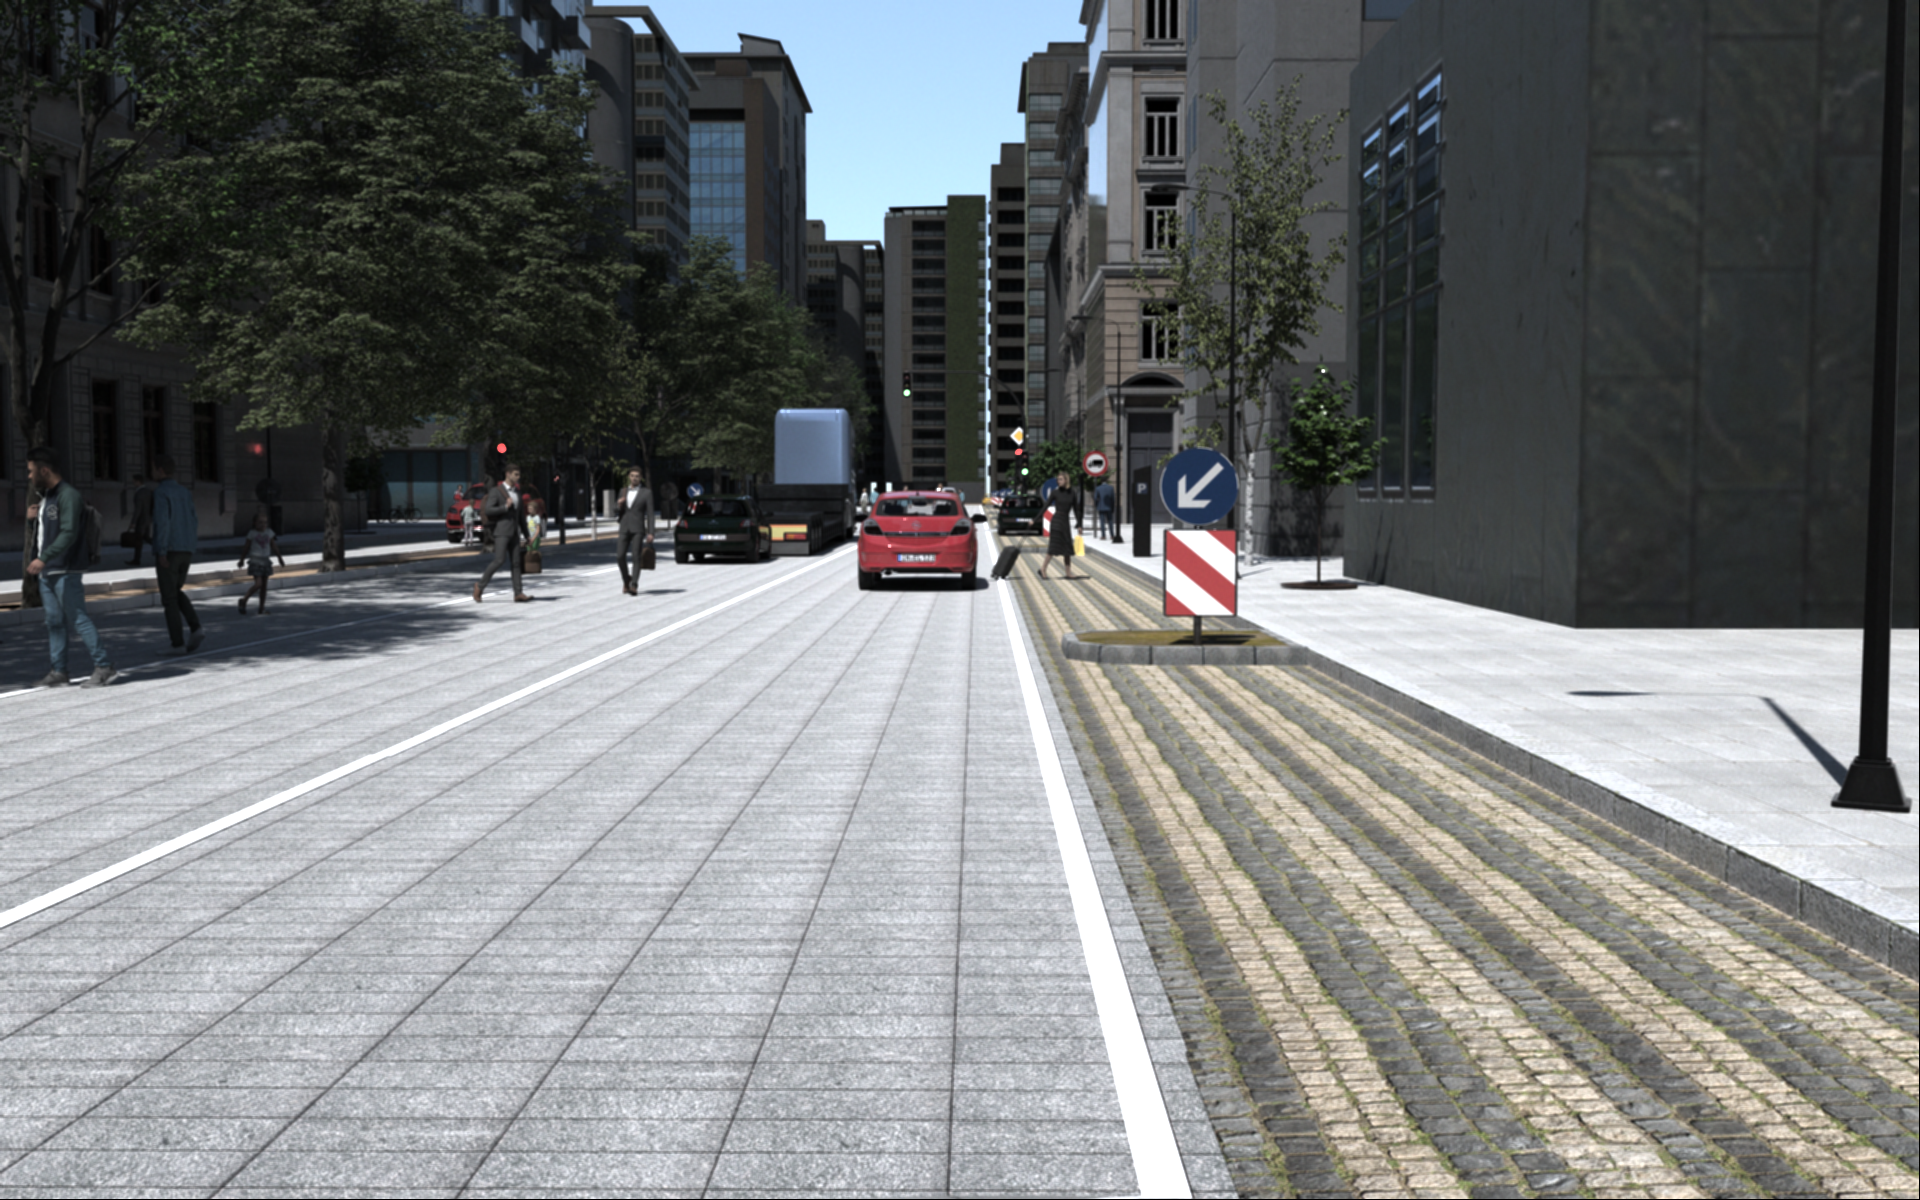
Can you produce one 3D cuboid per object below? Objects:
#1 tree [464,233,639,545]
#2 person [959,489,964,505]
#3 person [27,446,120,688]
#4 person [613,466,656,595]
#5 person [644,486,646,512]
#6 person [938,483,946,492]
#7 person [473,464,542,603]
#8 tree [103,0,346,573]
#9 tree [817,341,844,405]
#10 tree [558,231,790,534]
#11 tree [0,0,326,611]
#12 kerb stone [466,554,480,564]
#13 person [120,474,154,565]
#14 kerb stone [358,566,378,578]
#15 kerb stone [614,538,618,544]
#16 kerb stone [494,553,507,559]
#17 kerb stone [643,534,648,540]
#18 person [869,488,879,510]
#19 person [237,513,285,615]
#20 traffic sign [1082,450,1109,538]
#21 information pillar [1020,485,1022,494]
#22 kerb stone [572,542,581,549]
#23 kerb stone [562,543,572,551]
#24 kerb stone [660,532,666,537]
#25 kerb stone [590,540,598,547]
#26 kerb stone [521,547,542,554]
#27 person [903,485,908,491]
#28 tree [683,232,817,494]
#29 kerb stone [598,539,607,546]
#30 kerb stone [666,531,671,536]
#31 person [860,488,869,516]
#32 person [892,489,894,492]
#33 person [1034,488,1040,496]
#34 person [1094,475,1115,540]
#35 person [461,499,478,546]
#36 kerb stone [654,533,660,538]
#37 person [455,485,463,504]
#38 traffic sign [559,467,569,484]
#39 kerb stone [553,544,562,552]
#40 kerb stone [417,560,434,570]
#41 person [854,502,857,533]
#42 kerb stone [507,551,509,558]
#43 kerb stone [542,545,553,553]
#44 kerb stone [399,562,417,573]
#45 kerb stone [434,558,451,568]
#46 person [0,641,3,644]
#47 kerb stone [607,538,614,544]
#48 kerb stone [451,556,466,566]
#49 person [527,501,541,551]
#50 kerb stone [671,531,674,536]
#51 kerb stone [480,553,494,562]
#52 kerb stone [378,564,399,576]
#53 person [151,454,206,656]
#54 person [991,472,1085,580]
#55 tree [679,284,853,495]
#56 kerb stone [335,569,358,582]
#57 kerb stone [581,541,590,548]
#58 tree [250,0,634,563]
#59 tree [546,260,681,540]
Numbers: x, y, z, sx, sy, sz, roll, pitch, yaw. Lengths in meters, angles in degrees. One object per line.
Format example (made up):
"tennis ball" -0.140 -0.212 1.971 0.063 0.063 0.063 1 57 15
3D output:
"tree" -10.884 -5.781 47.342 4.360 8.622 3.978 0 3 0
"person" 0.209 -7.466 130.595 0.620 1.820 0.660 -2 4 -27
"person" -6.671 -0.245 12.846 0.623 1.781 0.721 2 4 34
"person" -4.636 -0.990 24.652 0.622 1.834 0.822 0 4 -1
"person" -22.055 -7.032 120.995 0.573 1.828 0.580 0 4 -4
"person" -0.668 -3.212 61.120 0.850 1.850 0.679 -2 4 -34
"person" -6.004 -0.884 22.917 0.822 1.834 0.622 1 4 20
"tree" -11.440 -6.777 31.393 7.486 12.596 7.792 0 3 0
"tree" -10.556 -10.533 92.804 7.486 12.596 7.792 0 3 0
"tree" -10.646 -7.519 59.802 8.767 10.594 7.601 0 4 1
"tree" -11.418 -5.685 21.170 9.928 11.665 9.643 0 3 0
"kerb stone" -10.213 -0.837 35.930 0.120 0.150 1.000 0 4 1
"person" -16.288 -1.598 34.600 0.822 1.834 0.622 -1 4 -10
"kerb stone" -10.277 -0.460 29.778 0.120 0.150 1.000 0 4 1
"kerb stone" -10.061 -1.714 50.272 0.120 0.150 1.000 0 4 1
"kerb stone" -10.182 -0.962 37.975 0.120 0.150 1.000 0 4 1
"kerb stone" -10.018 -2.030 55.388 0.120 0.150 1.000 0 4 1
"person" -5.187 -5.872 104.525 0.660 1.820 0.620 0 4 6
"person" -8.339 -0.438 20.668 0.382 1.210 0.505 3 4 38
"traffic sign" 3.953 -3.082 50.489 0.768 2.556 0.104 1 4 10
"information pillar" 4.839 -7.851 132.857 0.304 2.012 0.304 3 4 37
"kerb stone" -10.118 -1.404 45.153 0.120 0.150 1.000 0 4 1
"kerb stone" -10.125 -1.338 44.132 0.120 0.150 1.000 0 4 1
"kerb stone" -9.996 -2.149 57.440 0.120 0.150 1.000 0 4 1
"kerb stone" -10.097 -1.523 47.203 0.120 0.150 1.000 0 4 1
"kerb stone" -10.155 -1.154 41.059 0.120 0.150 1.000 0 4 1
"person" -2.428 -4.220 77.358 0.638 1.841 0.748 2 4 24
"tree" -10.594 -9.449 75.076 7.486 12.596 7.792 0 3 0
"kerb stone" -10.081 -1.592 48.228 0.120 0.150 1.000 0 4 1
"kerb stone" -9.988 -2.218 58.468 0.120 0.150 1.000 0 4 1
"person" -5.982 -6.148 109.249 0.641 1.798 0.478 -2 4 -33
"person" -4.859 -7.277 127.681 0.583 1.804 0.606 0 4 -1
"person" 6.135 -8.166 139.909 0.721 1.781 0.623 -1 4 -14
"person" 4.095 -2.591 48.596 0.721 1.800 0.419 -1 4 -13
"person" -13.374 -2.105 47.192 0.425 1.301 0.394 -2 4 -24
"kerb stone" -10.011 -2.091 56.410 0.120 0.150 1.000 0 4 1
"person" -23.243 -4.489 80.269 0.643 1.720 0.563 1 4 21
"traffic sign" -18.463 -4.892 80.088 0.768 2.556 0.104 1 4 9
"kerb stone" -10.143 -1.279 43.110 0.120 0.150 1.000 0 4 1
"kerb stone" -10.239 -0.652 32.862 0.120 0.150 1.000 0 4 1
"person" -4.022 -3.402 64.154 0.654 1.822 0.581 -3 4 -36
"kerb stone" -10.183 -1.028 39.006 0.120 0.150 1.000 0 4 1
"kerb stone" -10.145 -1.214 42.081 0.120 0.150 1.000 0 4 1
"kerb stone" -10.247 -0.583 31.834 0.120 0.150 1.000 0 4 1
"kerb stone" -10.230 -0.714 33.884 0.120 0.150 1.000 0 4 1
"person" -9.429 -0.456 16.310 0.624 1.780 0.694 -1 4 -10
"kerb stone" -10.085 -1.655 49.250 0.120 0.150 1.000 0 4 1
"kerb stone" -10.211 -0.776 34.908 0.120 0.150 1.000 0 4 1
"person" -7.664 -1.128 31.198 0.306 1.304 0.590 1 4 10
"kerb stone" -9.974 -2.281 59.494 0.120 0.150 1.000 0 4 1
"kerb stone" -10.201 -0.898 36.952 0.120 0.150 1.000 0 4 1
"kerb stone" -10.260 -0.526 30.804 0.120 0.150 1.000 0 4 1
"person" -6.972 -0.401 15.402 0.444 1.785 0.601 1 4 17
"person" 1.334 -1.233 28.885 1.509 1.804 0.699 1 4 20
"tree" -10.515 -9.531 84.041 9.928 11.665 9.643 0 3 0
"kerb stone" -10.280 -0.400 28.742 0.120 0.150 1.000 0 4 1
"kerb stone" -10.100 -1.467 46.181 0.120 0.150 1.000 0 4 1
"tree" -11.199 -7.370 41.087 7.486 12.596 7.792 0 3 0
"tree" -11.256 -6.126 52.986 4.737 8.622 4.395 0 3 0
